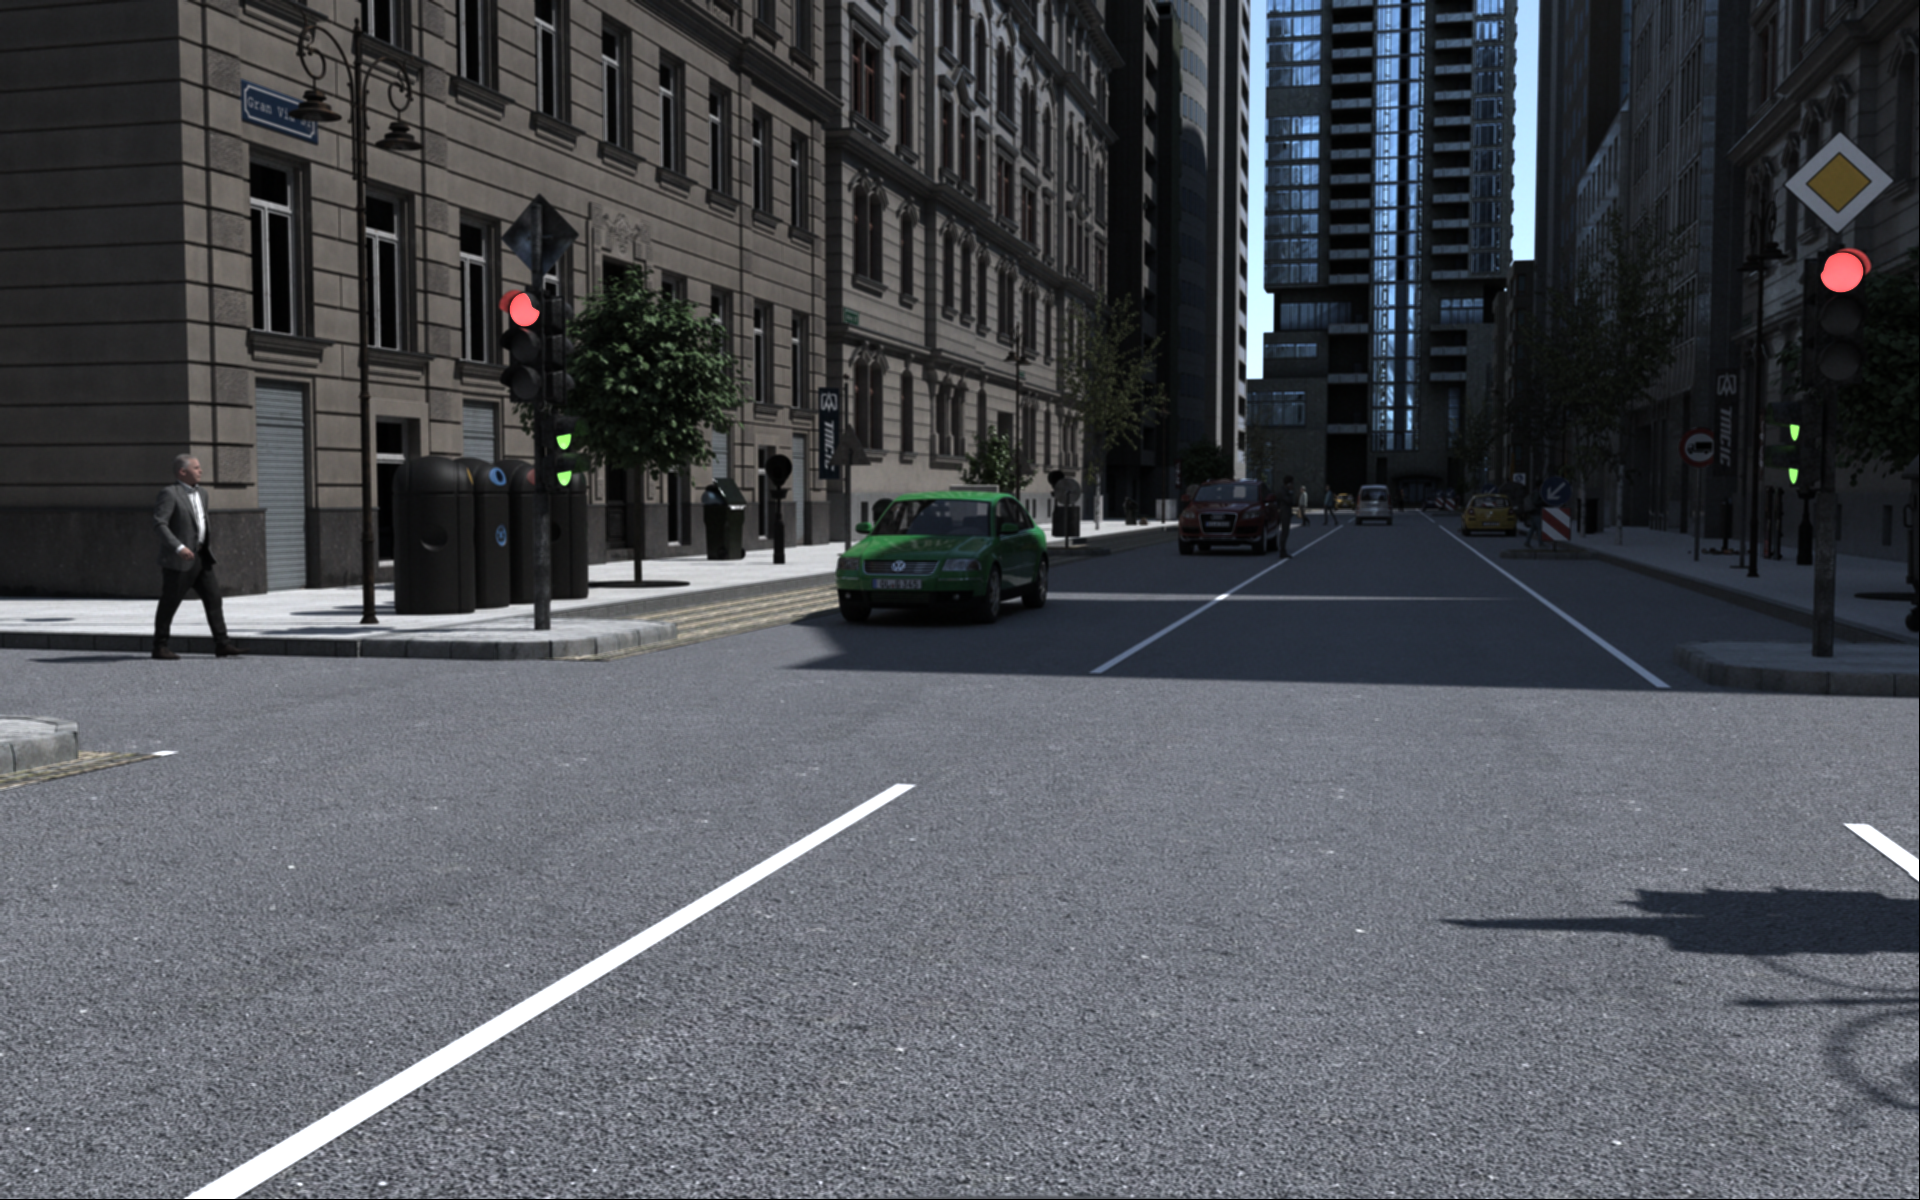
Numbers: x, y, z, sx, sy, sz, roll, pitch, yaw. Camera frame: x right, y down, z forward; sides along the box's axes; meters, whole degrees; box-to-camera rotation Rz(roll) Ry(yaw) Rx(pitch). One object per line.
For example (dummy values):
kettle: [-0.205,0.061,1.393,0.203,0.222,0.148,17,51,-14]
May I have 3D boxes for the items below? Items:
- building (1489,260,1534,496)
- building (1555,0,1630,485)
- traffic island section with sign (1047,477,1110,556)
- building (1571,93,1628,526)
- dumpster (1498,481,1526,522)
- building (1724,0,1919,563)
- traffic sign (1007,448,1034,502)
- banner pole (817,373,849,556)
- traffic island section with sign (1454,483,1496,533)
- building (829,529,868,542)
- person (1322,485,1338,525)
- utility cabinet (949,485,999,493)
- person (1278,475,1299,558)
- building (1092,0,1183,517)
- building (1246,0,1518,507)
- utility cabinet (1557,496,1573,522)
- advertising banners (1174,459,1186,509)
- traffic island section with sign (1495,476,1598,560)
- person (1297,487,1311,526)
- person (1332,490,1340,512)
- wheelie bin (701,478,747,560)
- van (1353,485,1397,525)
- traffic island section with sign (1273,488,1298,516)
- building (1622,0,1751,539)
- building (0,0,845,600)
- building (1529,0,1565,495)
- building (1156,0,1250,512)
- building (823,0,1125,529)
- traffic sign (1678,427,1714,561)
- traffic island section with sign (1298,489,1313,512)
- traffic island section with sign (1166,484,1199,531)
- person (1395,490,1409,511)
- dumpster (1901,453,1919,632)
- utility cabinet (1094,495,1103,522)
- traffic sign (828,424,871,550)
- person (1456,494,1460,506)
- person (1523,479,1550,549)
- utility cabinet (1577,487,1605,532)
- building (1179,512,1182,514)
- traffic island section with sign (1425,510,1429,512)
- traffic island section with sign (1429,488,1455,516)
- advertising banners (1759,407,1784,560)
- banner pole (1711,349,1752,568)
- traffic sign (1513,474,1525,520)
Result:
building: [57.836,-17.981,139.026,27.650,21.520,28.899,1,4,14]
building: [39.440,-26.939,90.568,14.600,45.320,14.200,1,4,14]
traffic island section with sign: [2.477,-1.958,40.636,1.989,1.847,2.006,1,4,14]
building: [33.297,-13.530,75.971,10.420,20.320,16.860,1,4,14]
dumpster: [25.616,-4.564,80.388,1.264,1.857,1.865,1,4,14]
building: [25.157,-15.199,35.889,14.401,28.519,23.554,1,4,14]
traffic sign: [1.644,-2.963,48.451,0.884,2.594,0.081,1,4,18]
banner pole: [-2.564,-2.809,35.946,0.863,3.779,0.401,-2,4,-28]
traffic island section with sign: [19.888,-3.481,65.537,1.989,1.847,2.006,1,4,14]
building: [-6.351,-16.518,57.457,14.401,28.519,23.554,1,4,14]
person: [16.903,-4.333,79.204,0.748,1.841,0.638,3,5,40]
utility cabinet: [0.345,-2.042,42.067,1.173,1.500,0.318,1,4,12]
person: [7.341,-1.860,38.714,0.447,1.846,0.655,1,4,12]
building: [4.747,-20.003,98.745,14.160,30.474,14.107,1,4,14]
building: [44.132,-53.089,180.674,31.000,86.520,22.319,1,4,14]
utility cabinet: [28.210,-4.262,80.848,0.306,1.237,1.020,-1,4,-10]
advertising banners: [11.384,-5.507,86.227,2.074,3.025,0.090,-3,4,-37]
traffic island section with sign: [13.154,-1.844,38.771,1.989,1.847,2.006,1,4,14]
person: [15.272,-4.156,76.944,0.515,1.767,0.782,0,4,-2]
person: [30.395,-8.049,140.822,0.721,1.735,1.217,-3,4,-38]
wheelie bin: [-4.628,-1.582,33.771,0.693,1.594,0.980,2,4,28]
van: [19.363,-4.521,80.923,2.013,2.044,4.112,1,4,14]
traffic island section with sign: [21.245,-6.525,115.310,1.989,1.847,2.006,1,4,14]
building: [29.700,-14.637,57.344,12.078,24.808,19.932,1,4,14]
building: [-11.764,-14.431,33.203,12.463,27.353,25.104,1,4,14]
building: [47.781,-34.743,110.043,21.231,58.520,28.212,1,4,14]
building: [11.087,-37.407,153.596,28.212,58.520,21.231,1,4,14]
building: [-0.972,-17.934,80.610,14.401,28.519,23.554,1,4,14]
traffic sign: [14.143,-2.023,33.178,0.768,2.556,0.104,1,4,14]
traffic island section with sign: [27.813,-8.124,141.456,1.989,1.847,2.006,1,4,14]
traffic island section with sign: [9.048,-3.557,66.781,1.989,1.847,2.006,1,4,14]
person: [36.649,-8.266,143.794,1.348,1.807,0.705,-1,4,-16]
dumpster: [9.228,-0.582,15.282,1.264,1.857,1.865,1,4,14]
utility cabinet: [6.282,-4.129,78.674,0.306,1.237,1.020,1,4,12]
traffic sign: [-2.056,-1.962,32.081,0.884,2.594,0.081,2,4,24]
person: [47.649,-9.421,165.758,0.421,1.427,0.697,1,4,18]
person: [15.014,-2.234,45.017,0.713,1.824,0.794,2,4,30]
utility cabinet: [20.924,-2.984,57.462,1.173,1.500,0.318,-3,5,-40]
building: [6.327,-35.319,119.464,21.231,58.520,28.212,1,4,14]
traffic island section with sign: [38.416,-7.987,139.221,1.989,1.847,2.006,1,4,14]
traffic island section with sign: [31.692,-6.352,112.490,1.989,1.847,2.006,1,4,14]
advertising banners: [16.024,-2.330,34.280,0.090,3.025,2.074,1,4,13]
banner pole: [13.450,-2.454,30.133,0.401,3.779,0.863,-2,4,-30]
traffic sign: [27.480,-5.079,85.173,0.606,2.300,0.079,1,4,15]
